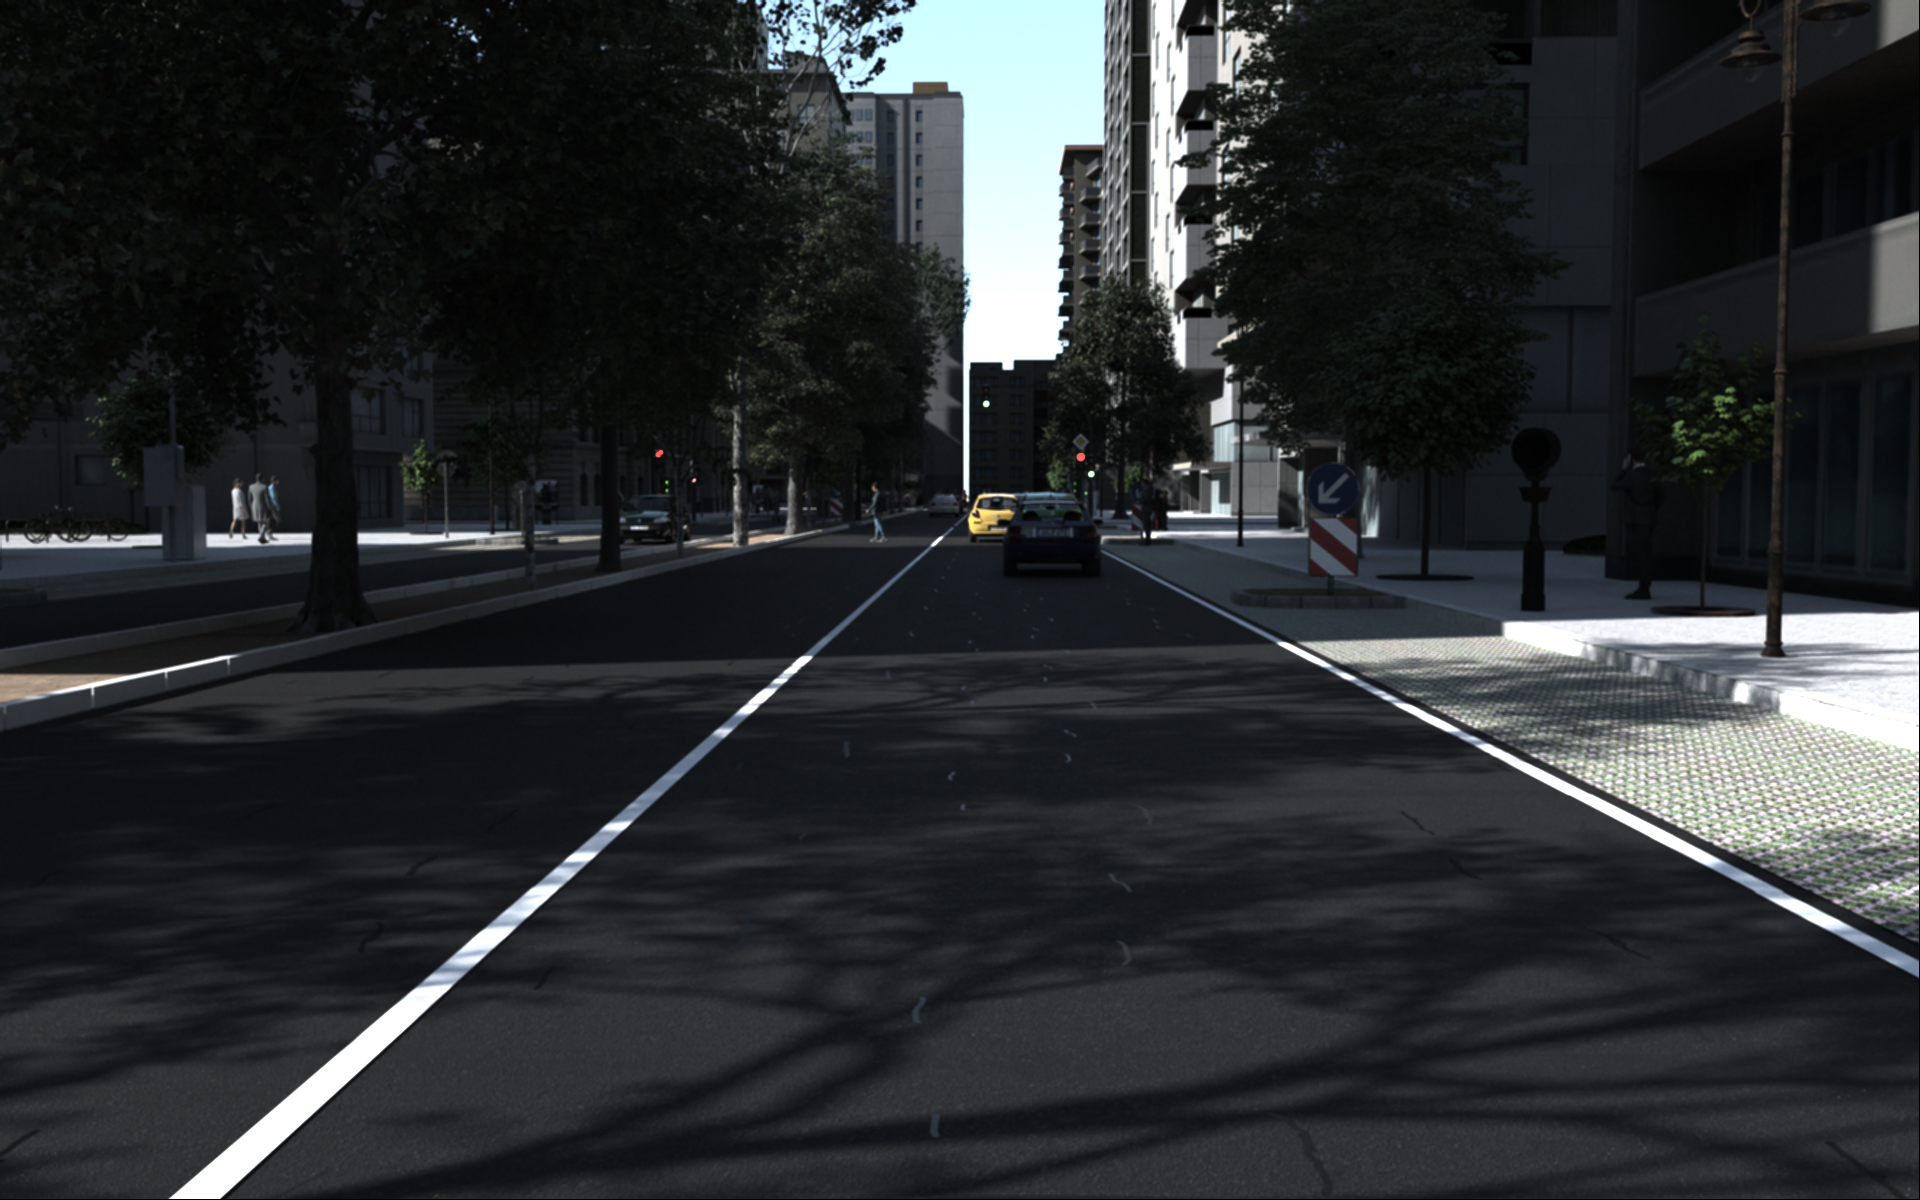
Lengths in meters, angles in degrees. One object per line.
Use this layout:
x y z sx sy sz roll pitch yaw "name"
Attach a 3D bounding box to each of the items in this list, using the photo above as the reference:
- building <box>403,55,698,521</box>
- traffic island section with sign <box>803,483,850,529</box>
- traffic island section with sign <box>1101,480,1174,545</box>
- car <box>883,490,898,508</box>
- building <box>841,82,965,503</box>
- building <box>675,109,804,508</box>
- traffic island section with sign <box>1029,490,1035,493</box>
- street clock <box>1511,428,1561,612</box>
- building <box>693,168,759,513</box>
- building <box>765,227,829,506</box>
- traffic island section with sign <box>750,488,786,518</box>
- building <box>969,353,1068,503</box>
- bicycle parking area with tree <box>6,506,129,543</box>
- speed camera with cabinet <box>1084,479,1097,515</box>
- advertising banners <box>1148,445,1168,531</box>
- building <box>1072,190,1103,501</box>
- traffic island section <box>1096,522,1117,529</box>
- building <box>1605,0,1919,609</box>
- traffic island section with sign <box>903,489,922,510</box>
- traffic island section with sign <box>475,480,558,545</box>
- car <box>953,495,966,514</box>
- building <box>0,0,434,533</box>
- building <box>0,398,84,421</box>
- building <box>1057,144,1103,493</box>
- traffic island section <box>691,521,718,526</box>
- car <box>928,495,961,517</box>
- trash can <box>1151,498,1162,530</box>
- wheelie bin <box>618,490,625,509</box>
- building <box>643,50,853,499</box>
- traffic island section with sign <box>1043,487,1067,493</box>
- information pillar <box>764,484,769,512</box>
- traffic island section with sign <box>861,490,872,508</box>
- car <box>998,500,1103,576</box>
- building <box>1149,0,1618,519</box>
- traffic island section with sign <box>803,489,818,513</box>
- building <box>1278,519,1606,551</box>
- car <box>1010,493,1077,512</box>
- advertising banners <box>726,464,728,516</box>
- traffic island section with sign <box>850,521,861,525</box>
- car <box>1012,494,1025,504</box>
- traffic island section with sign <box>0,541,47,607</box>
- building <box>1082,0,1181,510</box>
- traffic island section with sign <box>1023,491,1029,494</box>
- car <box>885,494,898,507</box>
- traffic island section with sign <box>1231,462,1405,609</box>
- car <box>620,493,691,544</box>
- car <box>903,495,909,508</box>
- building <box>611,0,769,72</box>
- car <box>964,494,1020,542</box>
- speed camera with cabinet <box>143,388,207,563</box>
-23.220 -17.107 98.785 14.460 24.649 34.723 0 4 1 "building"
-5.780 -3.934 72.456 2.006 1.907 1.989 0 4 1 "traffic island section with sign"
5.046 -2.502 49.535 1.989 1.847 2.006 0 4 1 "traffic island section with sign"
-7.178 -10.216 175.711 2.281 1.827 5.304 0 4 1 "car"
-13.494 -43.359 250.917 28.212 58.520 21.231 0 4 1 "building"
-31.859 -29.084 167.409 32.217 40.220 23.993 0 4 1 "building"
6.519 -7.564 132.293 1.989 1.847 2.006 0 4 1 "traffic island section with sign"
6.296 -0.881 18.974 0.358 2.002 0.471 -3 5 -44 "street clock"
-22.235 -20.311 129.354 12.463 27.353 25.104 0 4 1 "building"
-21.689 -25.376 186.592 14.160 30.474 14.107 0 4 1 "building"
-11.596 -5.889 104.918 1.989 1.847 2.006 0 4 1 "traffic island section with sign"
15.903 -25.009 253.941 28.899 21.520 27.650 0 4 1 "building"
-27.795 -3.606 45.960 8.231 4.147 9.016 3 5 43 "bicycle parking area with tree"
7.937 -6.785 105.263 0.660 3.252 2.038 0 4 -2 "speed camera with cabinet"
6.927 -3.944 60.674 0.090 3.025 2.074 -1 4 -12 "advertising banners"
28.287 -30.273 186.843 32.217 40.220 23.993 0 4 1 "building"
5.439 -3.042 72.020 2.009 0.180 2.903 0 4 1 "traffic island section"
20.330 -23.893 14.357 21.300 48.544 21.600 0 4 1 "building"
-4.320 -8.982 154.989 2.006 1.907 1.989 0 4 1 "traffic island section with sign"
-12.582 -2.497 49.461 1.989 1.847 2.006 0 4 1 "traffic island section with sign"
-0.567 -6.942 126.077 1.945 1.354 3.894 0 4 2 "car"
-27.729 -23.223 63.292 14.086 41.232 14.154 0 4 1 "building"
-31.804 -26.416 21.147 28.713 52.752 27.495 0 4 1 "building"
23.319 -34.200 213.788 22.147 44.769 28.867 0 4 1 "building"
-12.359 -3.550 80.325 2.009 0.180 2.903 0 4 1 "traffic island section"
-0.968 -5.853 108.064 2.083 1.381 4.827 0 4 0 "car"
7.118 -3.127 62.773 0.748 1.137 0.748 0 3 0 "trash can"
-14.291 -3.903 71.727 0.693 1.594 0.980 0 4 -1 "wheelie bin"
-28.073 -38.277 215.069 27.495 52.752 28.713 0 4 1 "building"
6.037 -5.915 105.342 1.989 1.847 2.006 0 4 1 "traffic island section with sign"
-13.873 -7.319 124.155 0.304 2.012 0.304 0 4 -3 "information pillar"
-10.218 -10.633 182.481 1.989 1.847 2.006 0 4 1 "traffic island section with sign"
1.657 -1.168 31.670 1.945 1.354 3.894 0 4 2 "car"
26.780 -31.901 110.822 28.713 52.752 27.495 0 4 1 "building"
-11.122 -7.538 131.869 1.989 1.847 2.006 0 4 1 "traffic island section with sign"
22.829 -28.259 51.278 28.713 52.752 27.495 0 4 1 "building"
2.263 -2.154 44.011 1.959 1.807 4.718 0 4 1 "car"
-13.499 -6.377 100.452 0.090 3.025 2.074 0 4 -5 "advertising banners"
-5.639 -4.387 79.862 2.006 1.907 1.989 0 4 1 "traffic island section with sign"
2.254 -3.242 64.805 2.131 1.459 4.920 0 4 2 "car"
-13.058 -0.841 22.385 1.989 1.847 2.006 0 4 1 "traffic island section with sign"
22.229 -44.372 163.741 20.563 71.187 20.611 0 4 1 "building"
7.870 -12.249 208.896 1.989 1.847 2.006 0 4 1 "traffic island section with sign"
-6.651 -9.839 169.908 2.155 1.783 4.494 0 4 2 "car"
4.571 -0.845 22.444 1.989 1.847 2.006 0 4 1 "traffic island section with sign"
-8.983 -2.498 50.625 2.009 1.686 4.222 0 4 1 "car"
-6.326 -10.478 183.898 1.945 1.354 3.894 0 3 0 "car"
-38.947 -49.645 249.943 20.611 71.187 20.563 0 4 1 "building"
1.117 -2.608 52.865 2.015 1.641 3.980 0 4 0 "car"
-15.032 -2.374 33.146 0.660 3.252 2.038 -1 4 -9 "speed camera with cabinet"
